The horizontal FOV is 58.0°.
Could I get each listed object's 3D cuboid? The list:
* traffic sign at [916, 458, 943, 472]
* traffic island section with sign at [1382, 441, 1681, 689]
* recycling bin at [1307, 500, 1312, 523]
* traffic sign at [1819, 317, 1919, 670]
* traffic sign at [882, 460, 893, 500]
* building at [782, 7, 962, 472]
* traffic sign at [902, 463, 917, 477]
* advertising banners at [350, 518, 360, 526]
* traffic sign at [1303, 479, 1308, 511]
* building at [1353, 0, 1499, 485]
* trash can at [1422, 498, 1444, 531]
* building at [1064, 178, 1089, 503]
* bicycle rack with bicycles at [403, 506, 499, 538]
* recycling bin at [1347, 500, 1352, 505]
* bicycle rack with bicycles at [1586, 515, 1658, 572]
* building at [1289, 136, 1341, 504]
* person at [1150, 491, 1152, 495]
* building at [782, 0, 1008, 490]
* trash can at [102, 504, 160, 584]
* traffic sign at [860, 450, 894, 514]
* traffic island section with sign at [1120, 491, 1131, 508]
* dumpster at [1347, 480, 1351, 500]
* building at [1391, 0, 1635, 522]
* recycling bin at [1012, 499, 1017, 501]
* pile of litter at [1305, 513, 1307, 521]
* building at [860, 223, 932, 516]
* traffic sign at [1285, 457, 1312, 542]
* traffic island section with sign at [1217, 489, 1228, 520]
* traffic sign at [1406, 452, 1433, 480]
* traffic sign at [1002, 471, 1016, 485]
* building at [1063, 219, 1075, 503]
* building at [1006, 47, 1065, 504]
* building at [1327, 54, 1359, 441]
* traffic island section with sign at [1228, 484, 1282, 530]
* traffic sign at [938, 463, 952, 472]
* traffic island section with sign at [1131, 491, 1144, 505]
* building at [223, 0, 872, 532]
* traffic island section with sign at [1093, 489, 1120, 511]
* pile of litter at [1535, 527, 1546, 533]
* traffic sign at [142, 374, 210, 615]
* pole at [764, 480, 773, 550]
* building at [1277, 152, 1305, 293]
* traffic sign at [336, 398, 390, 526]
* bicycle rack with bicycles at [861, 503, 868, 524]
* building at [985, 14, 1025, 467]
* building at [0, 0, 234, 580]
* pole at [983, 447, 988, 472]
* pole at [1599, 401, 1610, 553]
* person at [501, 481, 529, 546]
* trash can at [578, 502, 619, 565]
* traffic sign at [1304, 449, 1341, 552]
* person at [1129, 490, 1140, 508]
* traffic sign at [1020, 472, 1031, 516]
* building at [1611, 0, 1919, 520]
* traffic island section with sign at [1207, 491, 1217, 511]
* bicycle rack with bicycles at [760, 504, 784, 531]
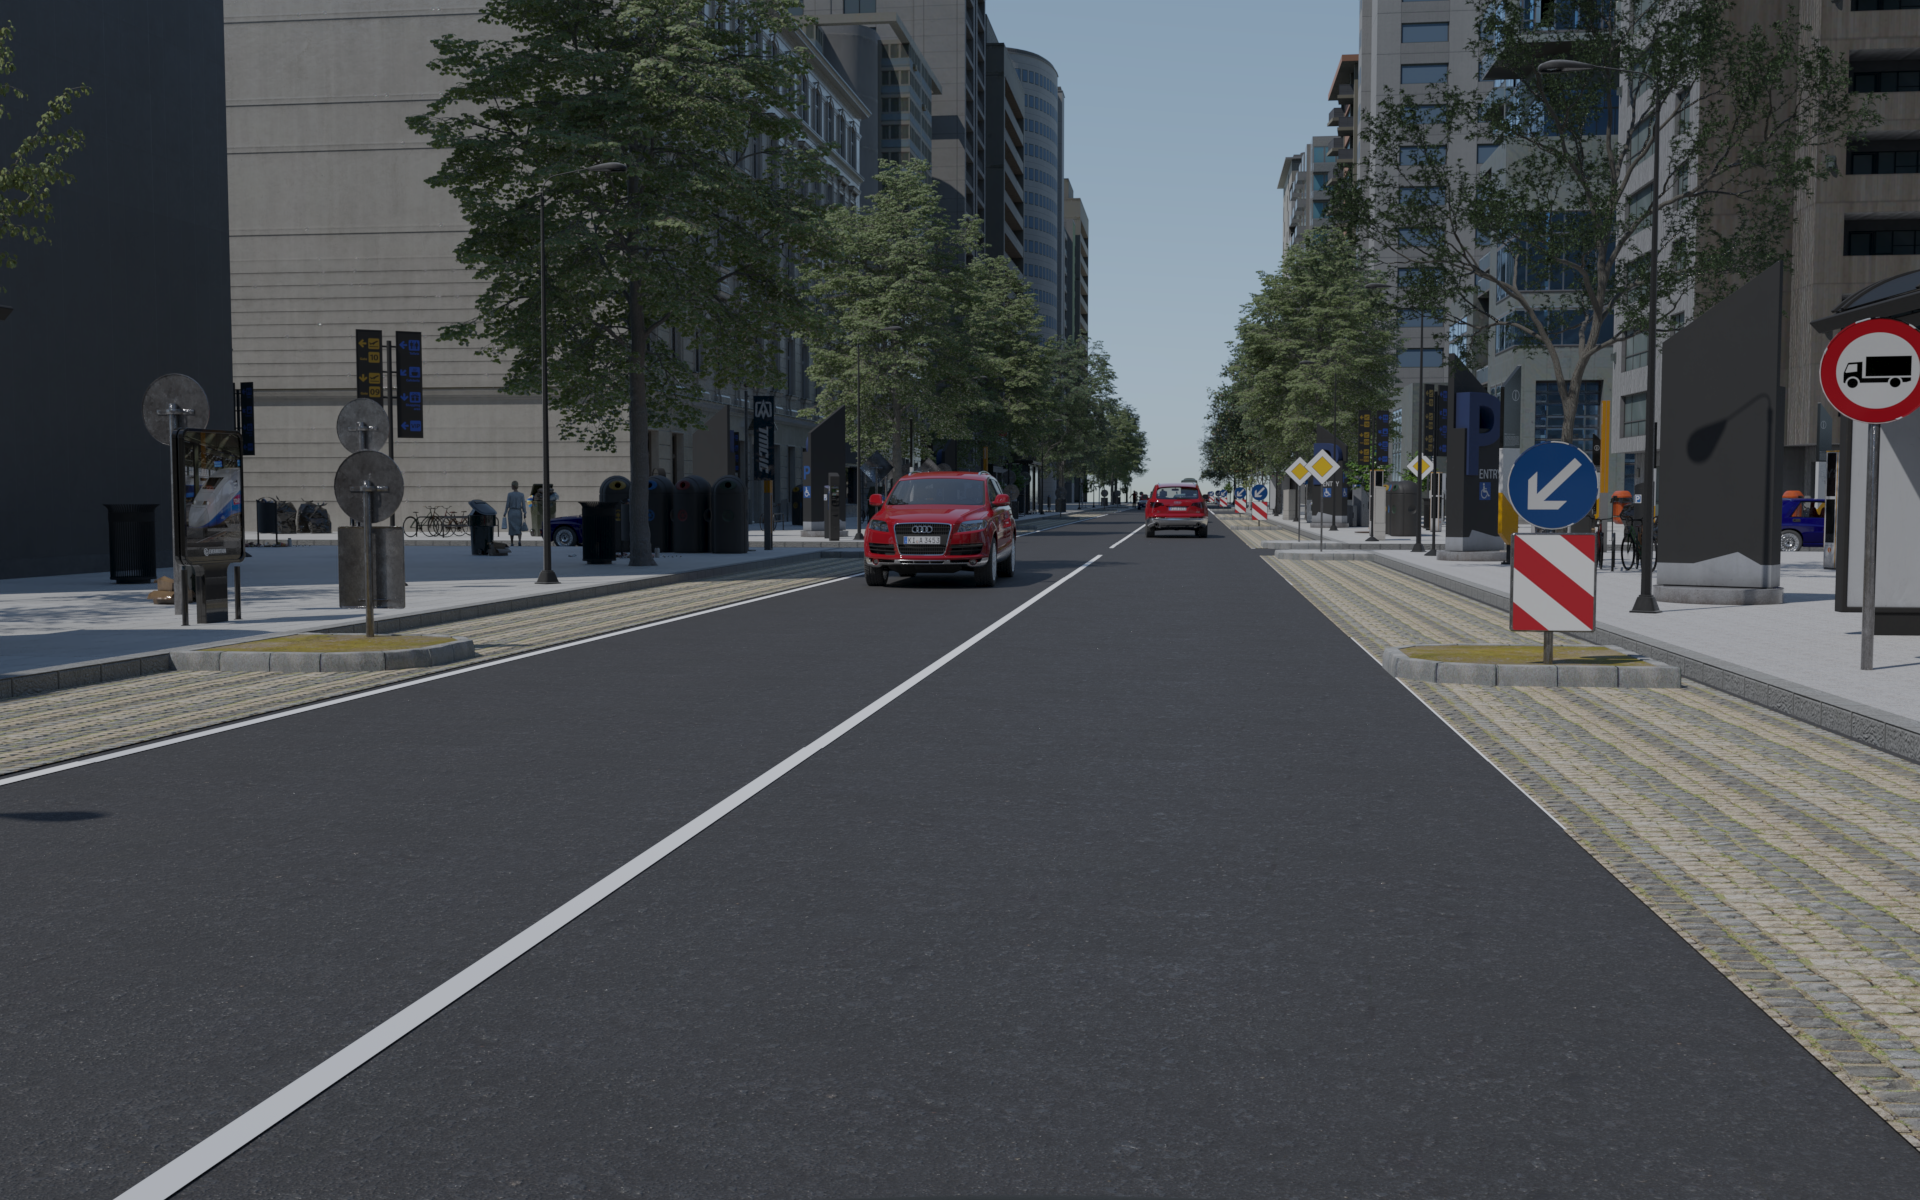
[{"bbox_3d":[-0.861,-2.697,47.736,0.795,2.450,0.064,0,4,8],"label":"traffic sign"},{"bbox_3d":[4.426,-0.312,13.733,1.989,1.847,2.006,0,4,8],"label":"traffic island section with sign"},{"bbox_3d":[15.757,-3.905,76.395,0.722,1.027,0.722,2,4,34],"label":"recycling bin"},{"bbox_3d":[6.617,-0.762,12.562,0.768,2.556,0.104,1,4,16],"label":"traffic sign"},{"bbox_3d":[-2.722,-3.885,63.633,0.768,2.556,0.104,1,4,10],"label":"traffic sign"},{"bbox_3d":[-15.258,-27.260,137.577,32.217,40.220,23.993,0,4,8],"label":"building"},{"bbox_3d":[-2.107,-4.369,71.547,0.768,2.556,0.104,1,4,13],"label":"traffic sign"},{"bbox_3d":[-12.269,-2.388,35.235,0.090,3.025,2.074,-2,4,-28],"label":"advertising banners"},{"bbox_3d":[18.432,-5.642,92.349,0.768,2.556,0.104,1,4,13],"label":"traffic sign"},{"bbox_3d":[43.322,-36.690,141.878,21.231,58.520,28.212,0,4,8],"label":"building"},{"bbox_3d":[16.653,-3.021,61.045,0.748,1.137,0.748,0,3,0],"label":"trash can"},{"bbox_3d":[8.633,-39.473,269.086,21.300,48.544,21.600,0,4,8],"label":"building"},{"bbox_3d":[-15.267,-2.354,51.870,2.925,0.926,2.852,-3,5,-41],"label":"bicycle rack with bicycles"},{"bbox_3d":[17.425,-3.865,75.755,0.722,1.027,0.722,-1,4,-17],"label":"recycling bin"},{"bbox_3d":[11.758,-0.958,29.041,2.852,0.926,2.925,1,4,22],"label":"bicycle rack with bicycles"},{"bbox_3d":[55.701,-37.436,231.692,23.786,49.044,30.456,0,4,8],"label":"building"},{"bbox_3d":[29.873,-16.041,270.398,0.705,1.869,1.348,2,4,24],"label":"person"},{"bbox_3d":[-6.154,-44.054,158.538,20.563,71.187,20.611,0,4,8],"label":"building"},{"bbox_3d":[-11.875,-0.807,24.852,0.748,1.137,0.748,0,3,0],"label":"trash can"},{"bbox_3d":[-1.917,-2.213,39.821,0.795,2.450,0.064,0,4,8],"label":"traffic sign"},{"bbox_3d":[15.853,-10.065,173.193,1.989,1.847,2.006,0,4,8],"label":"traffic island section with sign"},{"bbox_3d":[17.206,-4.737,79.950,1.502,2.255,1.985,0,4,8],"label":"dumpster"},{"bbox_3d":[36.565,-47.635,91.498,22.319,86.520,31.000,0,4,8],"label":"building"},{"bbox_3d":[2.704,-5.072,95.482,0.722,1.027,0.722,-1,4,-13],"label":"recycling bin"},{"bbox_3d":[16.970,-4.180,82.315,1.176,0.858,1.719,2,4,33],"label":"pile of litter"},{"bbox_3d":[-8.049,-15.021,110.214,10.561,19.102,19.286,0,4,8],"label":"building"},{"bbox_3d":[9.093,-2.615,46.392,0.795,2.450,0.064,0,4,8],"label":"traffic sign"},{"bbox_3d":[15.398,-5.339,95.928,1.989,1.847,2.006,0,4,8],"label":"traffic island section with sign"},{"bbox_3d":[12.561,-2.815,47.216,0.795,2.450,0.064,1,4,12],"label":"traffic sign"},{"bbox_3d":[2.651,-5.740,93.959,0.768,2.556,0.104,1,4,16],"label":"traffic sign"},{"bbox_3d":[9.151,-34.705,251.013,14.154,41.232,14.086,0,4,8],"label":"building"},{"bbox_3d":[2.188,-42.006,228.790,21.231,58.520,28.212,0,4,8],"label":"building"},{"bbox_3d":[47.689,-31.567,170.739,22.147,44.769,28.867,0,4,8],"label":"building"},{"bbox_3d":[11.827,-3.705,69.209,1.989,1.847,2.006,0,4,8],"label":"traffic island section with sign"},{"bbox_3d":[-0.711,-4.402,72.077,0.768,2.556,0.104,1,4,13],"label":"traffic sign"},{"bbox_3d":[23.269,-13.467,228.810,1.989,1.847,2.006,0,4,8],"label":"traffic island section with sign"},{"bbox_3d":[-15.939,-18.505,78.964,17.030,29.872,44.131,0,4,8],"label":"building"},{"bbox_3d":[12.290,-8.431,146.474,1.989,1.847,2.006,0,4,8],"label":"traffic island section with sign"},{"bbox_3d":[15.698,-1.960,46.009,1.176,0.858,1.719,1,4,16],"label":"pile of litter"},{"bbox_3d":[-8.307,-1.115,18.338,0.768,2.556,0.104,0,4,8],"label":"traffic sign"},{"bbox_3d":[-4.384,-2.796,39.561,0.158,3.312,0.155,0,3,0],"label":"pole"},{"bbox_3d":[62.749,-41.089,261.037,28.713,52.752,27.495,0,4,8],"label":"building"},{"bbox_3d":[-7.937,-1.401,23.015,0.768,2.556,0.104,1,4,11],"label":"traffic sign"},{"bbox_3d":[-2.902,-3.724,74.273,2.852,0.926,2.925,-1,4,-16],"label":"bicycle rack with bicycles"},{"bbox_3d":[-4.895,-34.087,181.019,21.300,48.544,21.600,0,4,8],"label":"building"},{"bbox_3d":[-26.006,-14.322,27.673,24.014,27.812,14.314,0,4,8],"label":"building"},{"bbox_3d":[1.101,-4.945,74.687,0.158,3.312,0.155,0,3,0],"label":"pole"},{"bbox_3d":[14.090,-2.693,37.877,0.158,3.312,0.155,0,3,0],"label":"pole"},{"bbox_3d":[-11.600,-2.215,45.076,0.694,1.780,0.624,-1,4,-10],"label":"person"},{"bbox_3d":[-6.611,-1.227,31.722,0.748,1.137,0.748,0,3,0],"label":"trash can"},{"bbox_3d":[8.036,-2.131,38.477,0.795,2.450,0.064,0,4,8],"label":"traffic sign"},{"bbox_3d":[18.062,-10.456,179.425,1.348,1.831,0.705,2,4,32],"label":"person"},{"bbox_3d":[3.713,-6.078,99.483,0.768,2.556,0.104,1,4,12],"label":"traffic sign"},{"bbox_3d":[31.582,-17.627,59.899,14.107,30.474,14.160,0,4,8],"label":"building"},{"bbox_3d":[21.991,-8.363,145.358,1.989,1.847,2.006,0,4,8],"label":"traffic island section with sign"},{"bbox_3d":[-7.355,-2.872,60.346,2.852,0.926,2.925,0,4,6],"label":"bicycle rack with bicycles"}]
